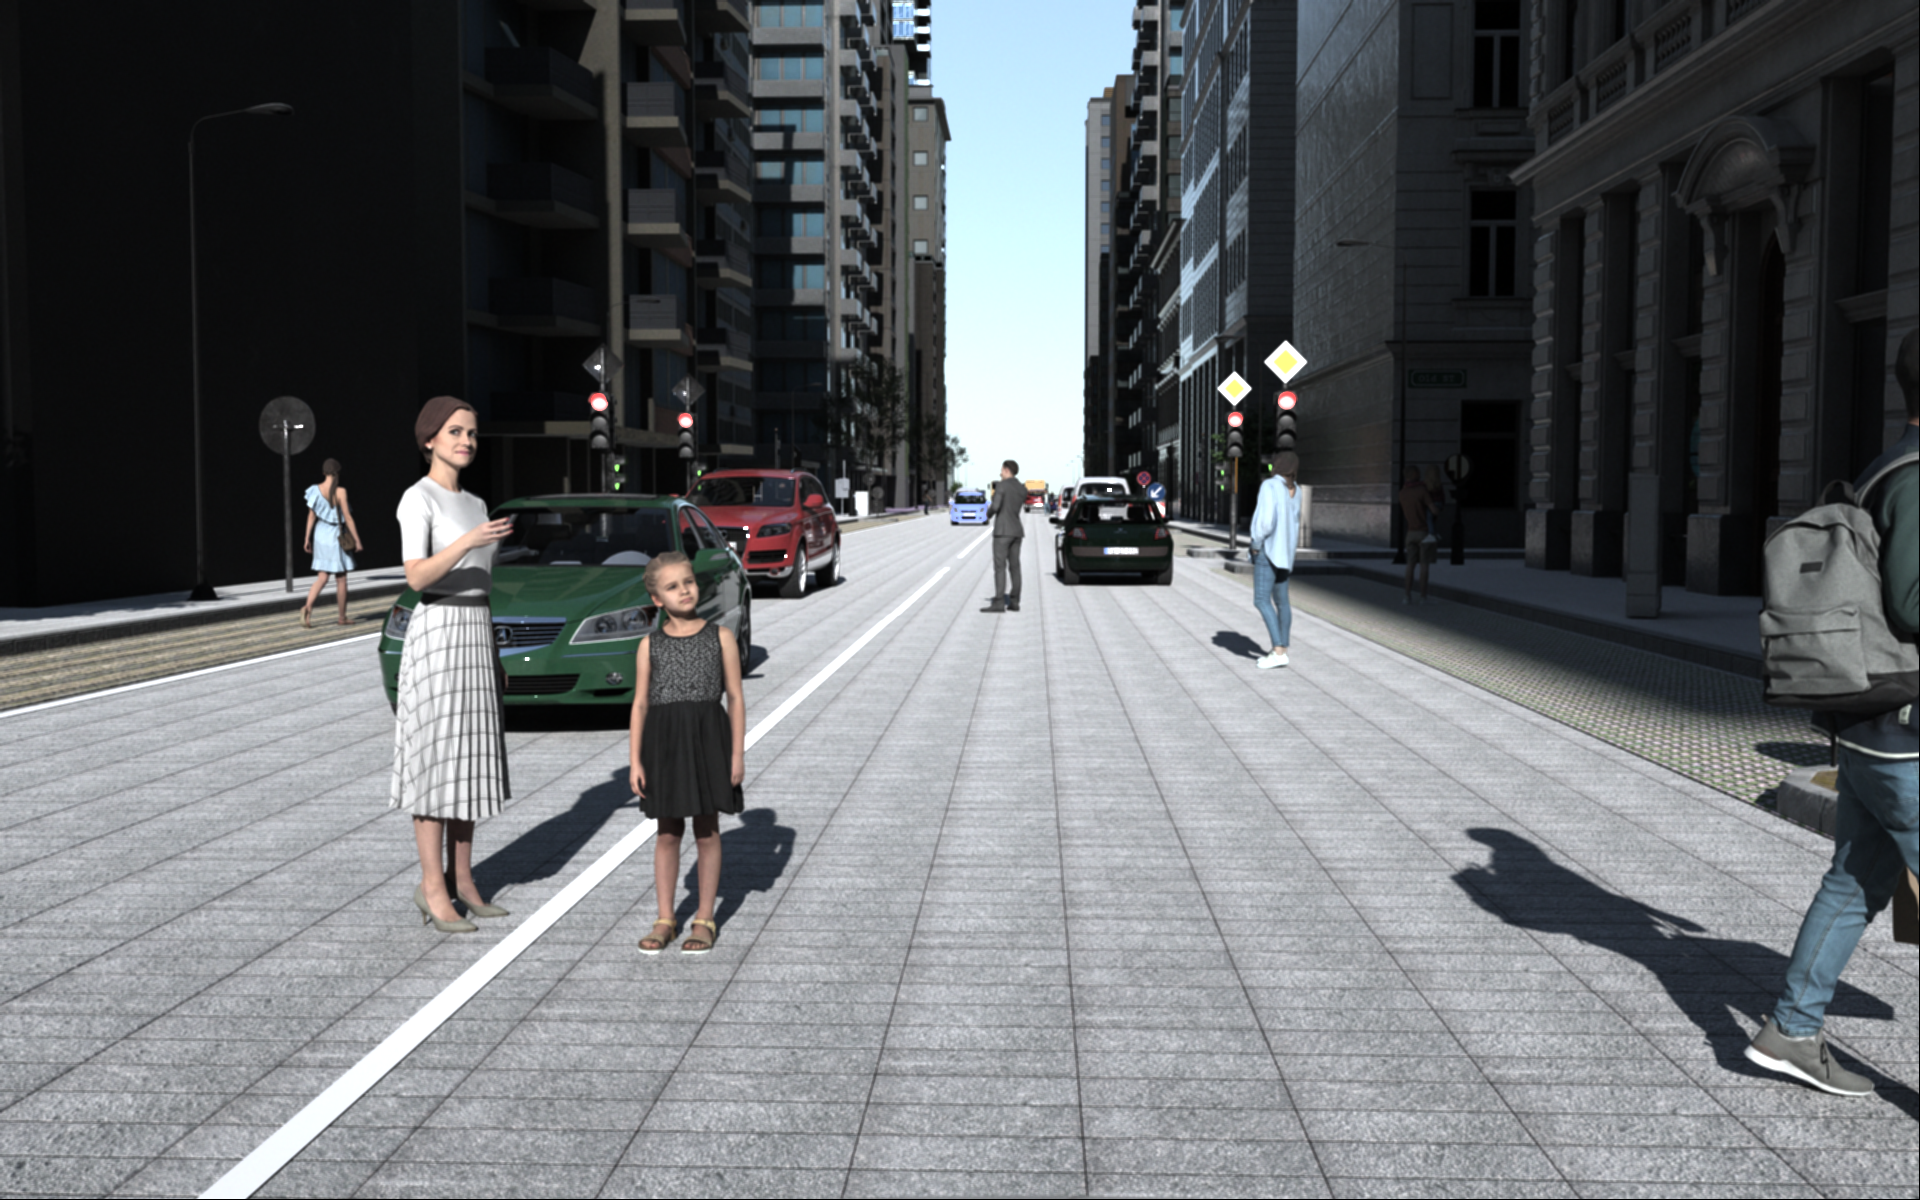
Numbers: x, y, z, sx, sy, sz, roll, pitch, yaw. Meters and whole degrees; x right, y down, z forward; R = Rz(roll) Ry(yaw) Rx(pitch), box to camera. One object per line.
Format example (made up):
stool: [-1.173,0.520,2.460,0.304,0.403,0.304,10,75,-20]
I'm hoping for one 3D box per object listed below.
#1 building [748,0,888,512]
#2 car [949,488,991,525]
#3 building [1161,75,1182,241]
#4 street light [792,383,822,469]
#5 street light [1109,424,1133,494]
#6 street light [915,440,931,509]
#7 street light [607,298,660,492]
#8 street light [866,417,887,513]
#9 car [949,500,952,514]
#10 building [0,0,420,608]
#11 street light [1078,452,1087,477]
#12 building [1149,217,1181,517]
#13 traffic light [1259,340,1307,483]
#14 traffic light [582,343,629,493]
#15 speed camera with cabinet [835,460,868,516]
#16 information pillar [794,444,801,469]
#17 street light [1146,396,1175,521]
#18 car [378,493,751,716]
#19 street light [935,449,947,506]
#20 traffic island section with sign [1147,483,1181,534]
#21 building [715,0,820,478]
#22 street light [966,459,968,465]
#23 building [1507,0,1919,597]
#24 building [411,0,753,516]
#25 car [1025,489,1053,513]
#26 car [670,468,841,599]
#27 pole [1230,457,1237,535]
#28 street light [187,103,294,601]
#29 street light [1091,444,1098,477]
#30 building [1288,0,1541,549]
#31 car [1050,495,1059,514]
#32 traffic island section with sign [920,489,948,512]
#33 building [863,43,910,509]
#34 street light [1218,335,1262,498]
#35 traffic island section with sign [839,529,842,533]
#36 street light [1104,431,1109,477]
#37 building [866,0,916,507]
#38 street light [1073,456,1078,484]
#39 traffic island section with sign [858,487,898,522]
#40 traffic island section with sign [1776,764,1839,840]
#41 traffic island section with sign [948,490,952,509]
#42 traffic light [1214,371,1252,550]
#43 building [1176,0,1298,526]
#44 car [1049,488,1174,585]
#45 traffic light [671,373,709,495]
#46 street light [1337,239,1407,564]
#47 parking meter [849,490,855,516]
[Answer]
building: [-18.061,-31.258,130.670,23.786,49.044,30.456,0,4,2]
car: [0.482,-4.323,80.267,1.945,1.707,3.694,0,4,3]
building: [21.137,-21.469,122.720,14.160,30.474,14.107,0,4,2]
street light: [-6.458,-6.126,72.698,1.470,5.913,1.316,0,4,2]
street light: [10.795,-8.657,114.084,1.470,5.913,1.316,0,4,2]
street light: [-3.197,-10.789,148.940,1.470,5.913,1.316,0,4,2]
street light: [-7.779,-4.194,41.107,1.470,5.913,1.316,0,4,2]
street light: [-5.093,-8.060,104.324,1.470,5.913,1.316,0,4,2]
car: [0.237,-6.899,125.164,2.083,1.381,4.827,0,4,2]
building: [-18.037,-11.963,25.271,15.834,23.373,12.332,0,4,2]
street light: [14.111,-13.377,191.257,1.470,5.913,1.316,0,4,2]
building: [17.271,-14.653,104.208,10.561,19.102,19.286,0,4,2]
traffic light: [5.928,-2.621,31.771,0.839,4.253,0.868,0,4,2]
traffic light: [-6.624,-2.652,32.276,0.839,4.253,0.868,0,4,2]
speed camera with cabinet: [-6.365,-6.573,101.811,2.038,3.252,0.660,-3,5,-41]
information pillar: [-7.368,-5.296,77.942,0.504,3.616,0.183,2,4,32]
street light: [9.538,-6.727,82.534,1.470,5.913,1.316,0,4,2]
car: [-2.609,-0.033,12.341,2.131,1.459,4.920,0,4,1]
street light: [-2.004,-12.712,180.382,1.470,5.913,1.316,0,4,2]
traffic island section with sign: [6.928,-3.300,62.582,1.989,1.847,2.006,0,4,2]
building: [-24.030,-24.313,89.406,32.217,40.220,23.993,0,4,2]
street light: [0.279,-15.820,231.203,1.470,5.913,1.316,0,4,2]
building: [14.274,-11.699,20.159,11.050,23.489,19.941,0,4,2]
building: [-18.838,-24.467,54.656,22.147,44.769,28.867,0,4,2]
car: [6.113,-7.739,135.208,2.281,1.827,5.304,0,4,4]
car: [-3.029,-1.025,25.426,2.281,1.827,5.304,0,4,4]
pole: [8.556,-3.686,54.113,0.158,3.312,0.155,0,3,0]
street light: [-8.627,-2.951,20.784,1.470,5.913,1.316,0,4,2]
street light: [12.818,-11.454,159.820,1.470,5.913,1.316,0,4,2]
building: [31.901,-16.547,46.962,44.131,29.872,17.030,0,4,2]
car: [7.435,-6.991,126.876,1.945,1.354,3.894,0,4,4]
traffic island section with sign: [-2.203,-7.993,139.316,1.989,1.847,2.006,0,4,2]
building: [-11.998,-28.726,153.261,14.154,41.232,14.086,0,4,2]
street light: [8.232,-4.780,50.701,1.470,5.913,1.316,0,4,2]
traffic island section with sign: [-5.372,-3.342,63.276,1.989,1.847,2.006,0,4,2]
street light: [11.336,-9.500,127.866,1.470,5.913,1.316,0,4,2]
building: [-14.874,-44.743,169.796,20.563,71.187,20.611,0,4,2]
street light: [14.848,-14.580,210.923,1.470,5.913,1.316,0,4,2]
traffic island section with sign: [-4.249,-4.990,90.208,1.989,1.847,2.006,0,4,2]
traffic island section with sign: [4.619,0.087,7.212,1.989,1.847,2.006,0,4,2]
traffic island section with sign: [-1.058,-9.676,166.833,1.989,1.847,2.006,0,4,2]
traffic light: [6.260,-3.109,39.749,0.839,4.253,0.868,0,4,2]
building: [16.709,-18.422,78.700,11.434,29.767,29.804,0,4,2]
car: [2.496,-1.148,28.563,2.009,1.686,4.222,0,4,1]
traffic light: [-6.291,-3.140,40.254,0.839,4.253,0.868,0,4,2]
street light: [7.563,-3.618,31.690,1.470,5.913,1.316,0,4,2]
parking meter: [-6.213,-5.576,99.579,0.372,1.533,0.369,0,3,0]
